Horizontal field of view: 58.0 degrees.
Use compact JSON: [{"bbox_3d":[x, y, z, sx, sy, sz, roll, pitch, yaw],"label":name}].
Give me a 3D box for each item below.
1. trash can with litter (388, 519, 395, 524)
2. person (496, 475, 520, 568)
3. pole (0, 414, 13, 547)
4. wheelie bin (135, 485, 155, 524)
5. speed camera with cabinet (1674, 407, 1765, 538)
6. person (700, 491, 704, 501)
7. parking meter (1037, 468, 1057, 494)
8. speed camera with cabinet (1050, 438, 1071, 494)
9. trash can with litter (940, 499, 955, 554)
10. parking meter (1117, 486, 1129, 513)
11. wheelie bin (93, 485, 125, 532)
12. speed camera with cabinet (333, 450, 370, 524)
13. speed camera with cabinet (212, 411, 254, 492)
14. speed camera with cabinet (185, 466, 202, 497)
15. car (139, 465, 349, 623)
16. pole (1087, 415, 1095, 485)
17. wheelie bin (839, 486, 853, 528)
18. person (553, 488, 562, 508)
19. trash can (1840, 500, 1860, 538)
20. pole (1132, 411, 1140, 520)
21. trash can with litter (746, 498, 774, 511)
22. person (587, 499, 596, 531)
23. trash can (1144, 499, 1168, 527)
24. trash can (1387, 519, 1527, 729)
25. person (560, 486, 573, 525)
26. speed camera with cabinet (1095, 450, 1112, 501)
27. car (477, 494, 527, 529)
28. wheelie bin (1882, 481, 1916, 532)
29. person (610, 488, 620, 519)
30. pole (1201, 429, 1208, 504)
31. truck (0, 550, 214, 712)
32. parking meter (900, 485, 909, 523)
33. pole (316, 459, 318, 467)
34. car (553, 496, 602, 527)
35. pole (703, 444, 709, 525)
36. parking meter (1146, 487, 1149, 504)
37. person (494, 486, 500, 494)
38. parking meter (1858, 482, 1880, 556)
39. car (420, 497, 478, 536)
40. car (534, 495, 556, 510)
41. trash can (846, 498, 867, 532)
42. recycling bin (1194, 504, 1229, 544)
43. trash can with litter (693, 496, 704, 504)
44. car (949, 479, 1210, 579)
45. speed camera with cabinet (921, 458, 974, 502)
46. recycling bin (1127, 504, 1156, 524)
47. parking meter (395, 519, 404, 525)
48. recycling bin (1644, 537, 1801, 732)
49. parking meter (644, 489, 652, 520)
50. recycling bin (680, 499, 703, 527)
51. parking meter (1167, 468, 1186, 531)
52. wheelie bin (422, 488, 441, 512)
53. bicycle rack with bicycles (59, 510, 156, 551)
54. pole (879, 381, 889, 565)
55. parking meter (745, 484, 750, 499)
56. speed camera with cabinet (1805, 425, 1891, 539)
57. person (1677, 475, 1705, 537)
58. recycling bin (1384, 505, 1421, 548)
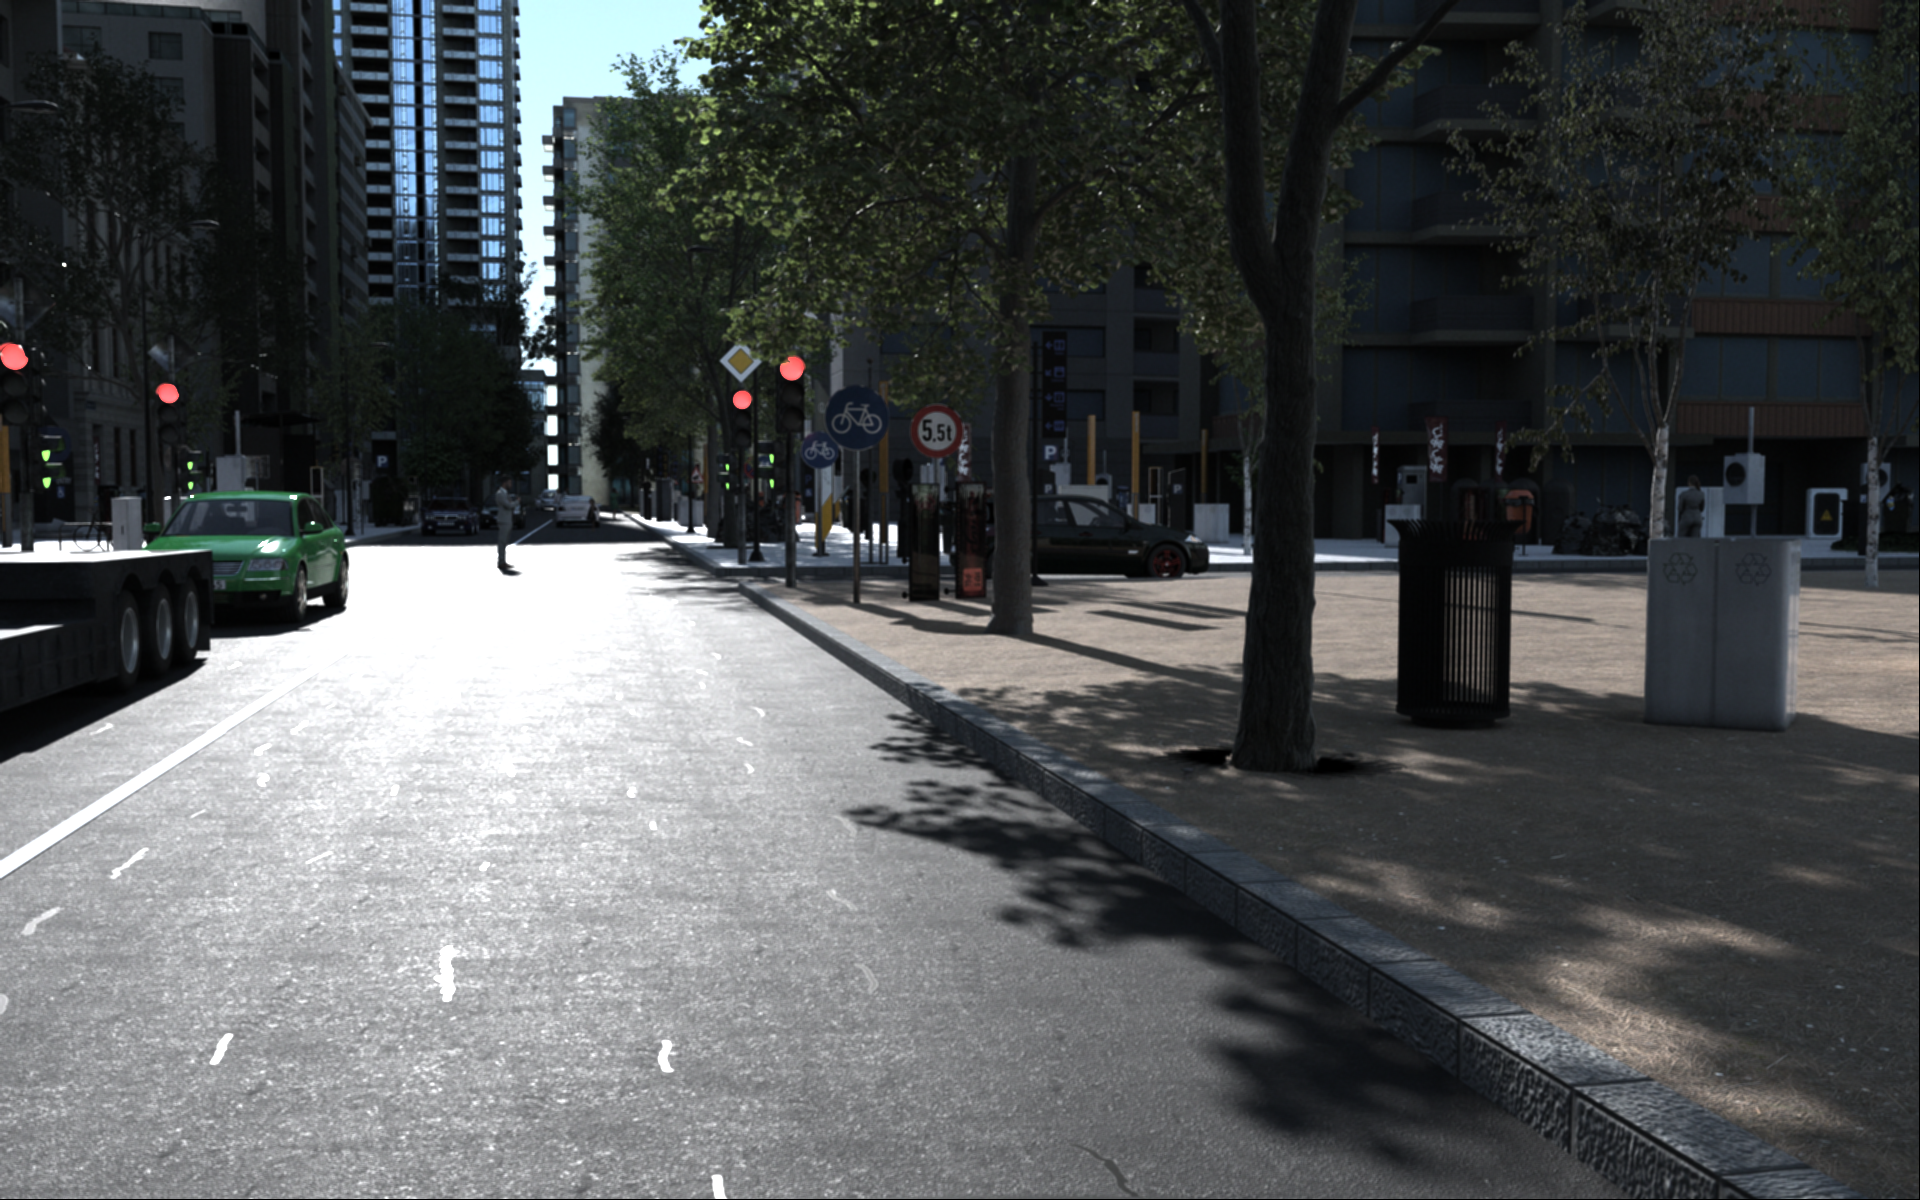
[{"bbox_3d":[-23.883,-3.784,73.262,1.055,1.170,0.624,2,4,31],"label":"trash can with litter"},{"bbox_3d":[-8.728,-1.516,33.473,0.466,1.800,0.511,-1,4,-15],"label":"person"},{"bbox_3d":[-22.932,-2.920,41.588,0.158,3.312,0.155,0,3,0],"label":"pole"},{"bbox_3d":[-28.587,-3.242,60.918,0.693,1.594,0.980,-3,4,-37],"label":"wheelie bin"},{"bbox_3d":[17.504,-2.790,39.946,0.660,3.252,2.038,-2,4,-25],"label":"speed camera with cabinet"},{"bbox_3d":[-27.796,-10.923,187.228,0.705,1.807,1.348,-3,4,-38],"label":"person"},{"bbox_3d":[1.957,-2.047,39.179,0.399,1.863,0.255,-1,4,-22],"label":"parking meter"},{"bbox_3d":[2.936,-3.534,52.122,0.660,3.252,2.038,0,4,-1],"label":"speed camera with cabinet"},{"bbox_3d":[0.017,-1.567,37.015,1.055,1.170,0.624,-3,5,-39],"label":"trash can with litter"},{"bbox_3d":[4.857,-2.642,51.603,0.372,1.533,0.369,0,3,0],"label":"parking meter"},{"bbox_3d":[-29.104,-3.143,59.297,0.980,1.594,0.693,-2,4,-31],"label":"wheelie bin"},{"bbox_3d":[-26.400,-4.887,74.232,2.038,3.252,0.660,1,4,10],"label":"speed camera with cabinet"},{"bbox_3d":[-17.478,-2.901,41.760,0.660,3.252,2.038,-1,4,-14],"label":"speed camera with cabinet"},{"bbox_3d":[-31.653,-4.823,73.197,2.038,3.252,0.660,-1,4,-21],"label":"speed camera with cabinet"},{"bbox_3d":[-8.458,-0.718,20.538,1.959,1.807,4.718,-1,4,-10],"label":"car"},{"bbox_3d":[3.385,-3.110,44.690,0.158,3.312,0.155,0,3,0],"label":"pole"},{"bbox_3d":[-4.203,-3.526,65.554,0.693,1.594,0.980,-1,4,-14],"label":"wheelie bin"},{"bbox_3d":[-21.485,-5.146,93.312,0.731,1.740,0.598,-2,4,-35],"label":"person"},{"bbox_3d":[21.796,-1.864,42.125,0.748,1.137,0.748,0,3,0],"label":"trash can"},{"bbox_3d":[4.329,-2.989,42.713,0.158,3.312,0.155,0,3,0],"label":"pole"},{"bbox_3d":[-6.080,-2.518,52.558,1.055,1.170,0.624,1,4,13],"label":"trash can with litter"},{"bbox_3d":[-14.169,-3.266,66.565,0.373,1.253,0.362,-1,4,-14],"label":"person"},{"bbox_3d":[5.642,-2.318,49.551,0.748,1.137,0.748,0,3,0],"label":"trash can"},{"bbox_3d":[2.748,0.124,9.630,0.748,1.137,0.748,0,3,0],"label":"trash can"},{"bbox_3d":[-18.459,-4.415,80.963,0.850,1.792,0.678,0,4,8],"label":"person"},{"bbox_3d":[5.811,-5.138,78.345,2.038,3.252,0.660,1,4,18],"label":"speed camera with cabinet"},{"bbox_3d":[-18.983,-3.799,71.905,2.009,1.686,4.222,-1,4,-12],"label":"car"},{"bbox_3d":[23.119,-2.126,42.665,0.693,1.594,0.980,2,4,34],"label":"wheelie bin"},{"bbox_3d":[-20.069,-5.610,100.477,0.600,1.795,0.529,0,4,3],"label":"person"},{"bbox_3d":[7.684,-3.707,54.461,0.158,3.312,0.155,0,3,0],"label":"pole"},{"bbox_3d":[-5.663,-0.977,5.733,2.967,4.110,18.799,-1,4,-13],"label":"truck"},{"bbox_3d":[-1.218,-1.970,40.625,0.372,1.533,0.369,0,3,0],"label":"parking meter"},{"bbox_3d":[-37.674,-6.577,101.378,0.158,3.312,0.155,0,3,0],"label":"pole"},{"bbox_3d":[-16.752,-3.886,75.898,2.083,1.381,4.827,-1,4,-12],"label":"car"},{"bbox_3d":[-10.354,-4.700,70.695,0.158,3.312,0.155,0,3,0],"label":"pole"},{"bbox_3d":[6.479,-3.064,58.515,0.372,1.533,0.369,0,3,0],"label":"parking meter"},{"bbox_3d":[-22.167,-4.549,83.053,0.511,1.800,0.466,0,4,-6],"label":"person"},{"bbox_3d":[18.892,-1.687,35.992,0.372,1.533,0.369,0,3,0],"label":"parking meter"},{"bbox_3d":[-17.877,-2.944,60.716,1.945,1.354,3.894,-1,4,-12],"label":"car"},{"bbox_3d":[-37.211,-8.767,155.699,2.083,1.381,4.827,-1,4,-13],"label":"car"},{"bbox_3d":[-3.625,-3.040,61.360,0.748,1.137,0.748,0,3,0],"label":"trash can"},{"bbox_3d":[6.557,-1.994,45.151,0.722,1.027,0.722,2,4,31],"label":"recycling bin"},{"bbox_3d":[-13.296,-4.577,86.220,1.055,1.170,0.624,-3,4,-38],"label":"trash can with litter"},{"bbox_3d":[1.920,-1.113,27.981,4.222,1.686,2.009,-1,4,-11],"label":"car"},{"bbox_3d":[-0.161,-3.593,53.076,2.038,3.252,0.660,-1,4,-11],"label":"speed camera with cabinet"},{"bbox_3d":[4.740,-2.001,45.266,0.722,1.027,0.722,1,4,8],"label":"recycling bin"},{"bbox_3d":[-23.107,-3.849,71.341,0.372,1.533,0.369,0,3,0],"label":"parking meter"},{"bbox_3d":[4.301,0.171,9.765,0.722,1.027,0.722,2,4,30],"label":"recycling bin"},{"bbox_3d":[-15.421,-4.716,85.522,0.372,1.533,0.369,0,3,0],"label":"parking meter"},{"bbox_3d":[-10.605,-3.416,68.410,0.722,1.027,0.722,1,4,14],"label":"recycling bin"},{"bbox_3d":[4.901,-2.055,39.306,0.399,1.863,0.255,0,4,-1],"label":"parking meter"},{"bbox_3d":[-26.475,-4.824,86.772,0.980,1.594,0.693,2,4,29],"label":"wheelie bin"},{"bbox_3d":[-18.772,-1.578,39.187,2.852,0.926,2.925,2,4,32],"label":"bicycle rack with bicycles"},{"bbox_3d":[-1.379,-2.292,31.321,0.158,3.312,0.155,0,3,0],"label":"pole"},{"bbox_3d":[-12.159,-5.709,99.056,0.255,1.863,0.399,-1,4,-9],"label":"parking meter"},{"bbox_3d":[25.106,-3.342,48.970,2.038,3.252,0.660,1,4,18],"label":"speed camera with cabinet"},{"bbox_3d":[13.799,-1.475,32.888,0.520,1.790,0.573,-1,4,-14],"label":"person"},{"bbox_3d":[10.588,-1.766,41.432,0.722,1.027,0.722,2,4,25],"label":"recycling bin"}]
